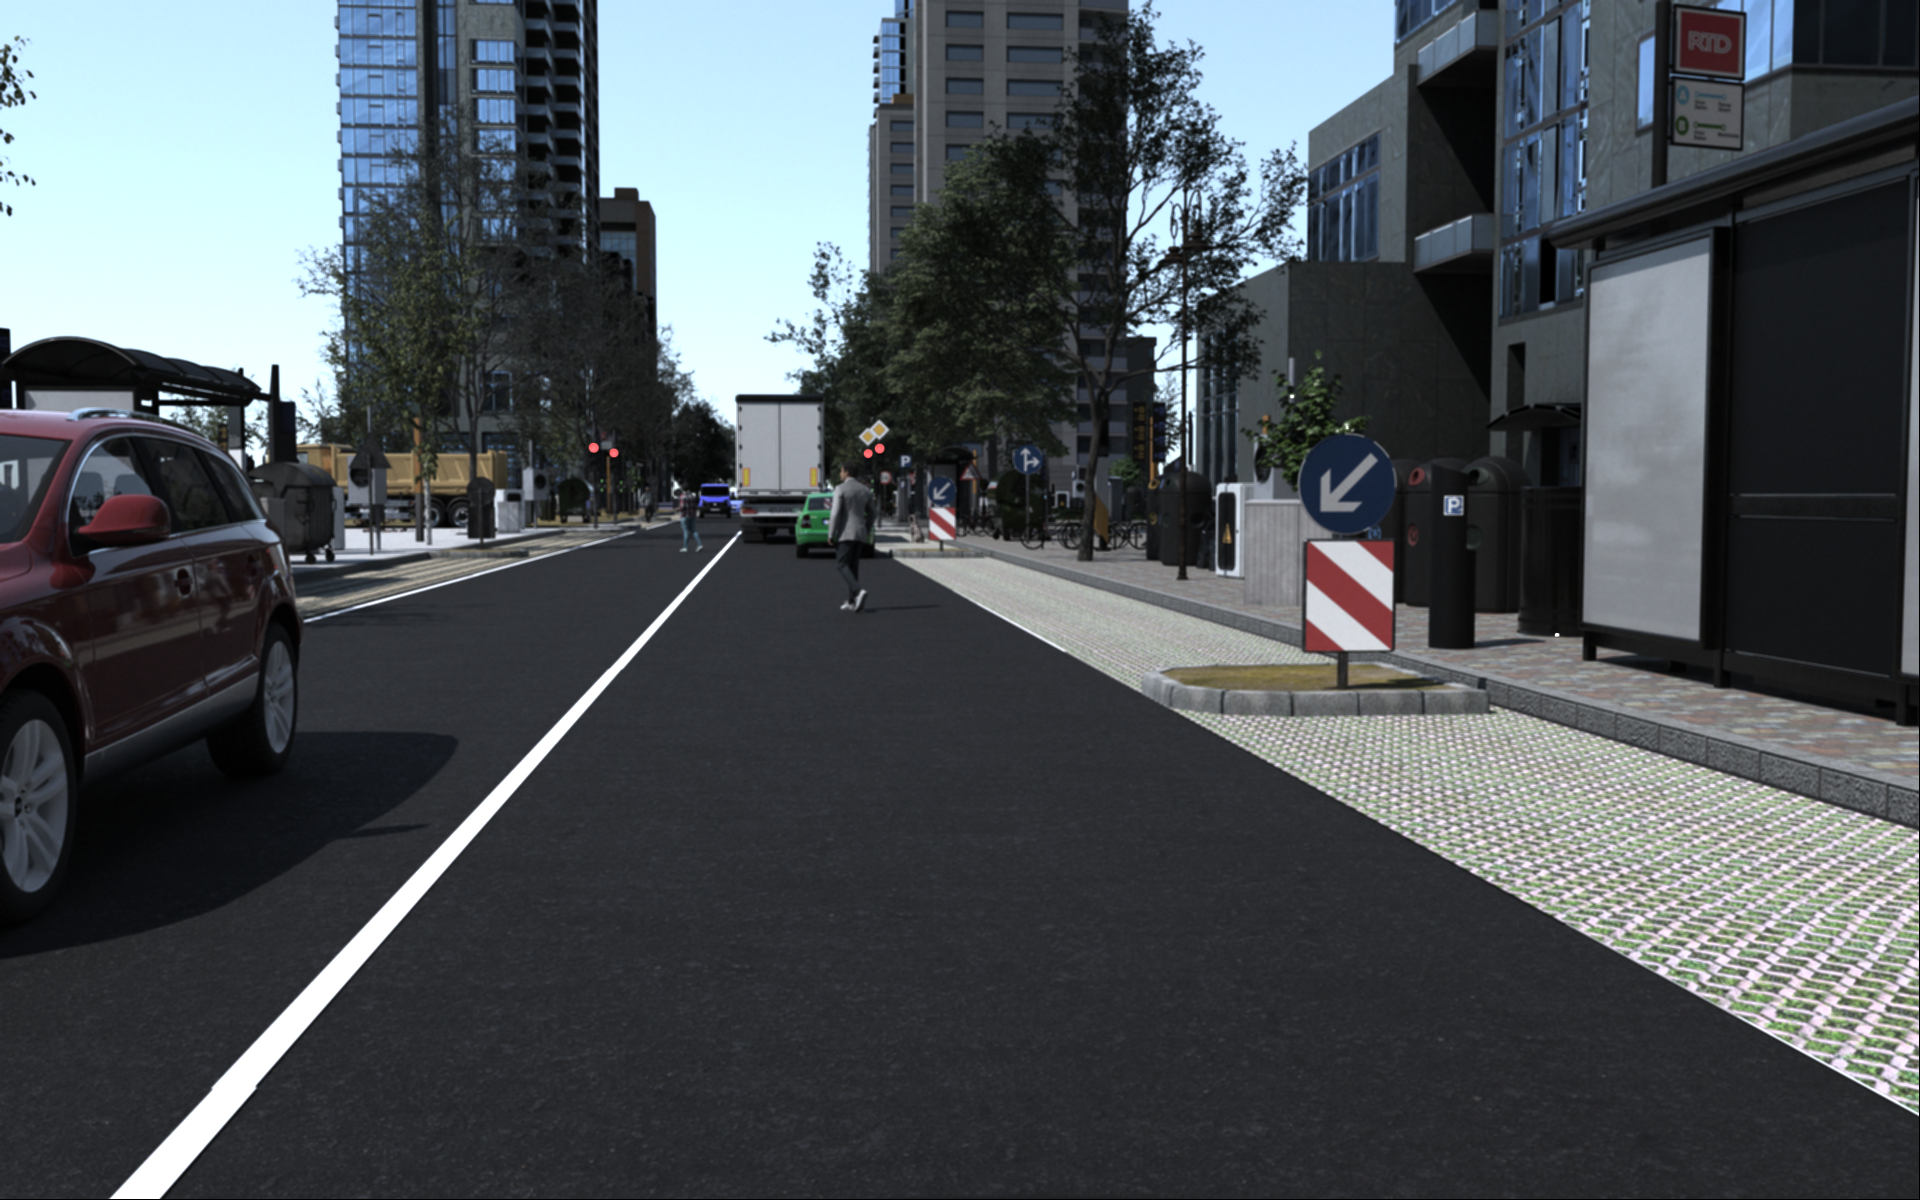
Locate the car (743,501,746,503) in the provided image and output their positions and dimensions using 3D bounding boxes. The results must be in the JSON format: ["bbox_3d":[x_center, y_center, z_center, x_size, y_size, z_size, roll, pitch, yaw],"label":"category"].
[{"bbox_3d":[-22.398,-10.465,183.681,1.945,1.354,3.894,0,4,-4],"label":"car"}]

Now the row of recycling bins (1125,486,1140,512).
[{"bbox_3d":[8.948,-5.001,88.878,1.069,1.692,3.534,0,4,6],"label":"row of recycling bins"}]

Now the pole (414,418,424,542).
[{"bbox_3d":[-14.568,-3.228,46.627,0.158,3.312,0.155,0,3,0],"label":"pole"}]

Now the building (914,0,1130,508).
[{"bbox_3d":[5.909,-38.624,173.498,21.231,58.520,28.212,0,4,-6],"label":"building"}]

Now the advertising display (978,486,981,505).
[{"bbox_3d":[1.524,-7.985,135.767,0.123,1.923,0.974,0,4,5],"label":"advertising display"}]

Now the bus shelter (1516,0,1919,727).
[{"bbox_3d":[5.741,-2.092,11.830,2.179,5.291,8.768,0,4,-6],"label":"bus shelter"}]

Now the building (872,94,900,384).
[{"bbox_3d":[-2.669,-44.060,262.376,21.231,58.520,28.212,0,4,-6],"label":"building"}]

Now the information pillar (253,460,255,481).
[{"bbox_3d":[-41.239,-6.686,100.674,0.504,3.616,0.183,-2,4,-30],"label":"information pillar"}]

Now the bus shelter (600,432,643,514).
[{"bbox_3d":[-22.366,-8.369,114.467,2.179,5.291,8.768,0,4,-6],"label":"bus shelter"}]

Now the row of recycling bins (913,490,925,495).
[{"bbox_3d":[-2.356,-8.618,148.010,3.534,1.692,1.069,0,4,-1],"label":"row of recycling bins"}]

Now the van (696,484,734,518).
[{"bbox_3d":[-14.665,-6.077,103.745,2.240,2.365,5.245,0,4,-8],"label":"van"}]

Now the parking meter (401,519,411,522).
[{"bbox_3d":[-25.121,-4.451,78.483,0.399,1.863,0.255,-3,5,-44],"label":"parking meter"}]

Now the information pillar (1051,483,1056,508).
[{"bbox_3d":[6.052,-6.596,112.335,0.304,2.012,0.304,1,4,9],"label":"information pillar"}]

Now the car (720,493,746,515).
[{"bbox_3d":[-16.048,-6.864,121.820,1.945,1.707,3.694,0,4,-8],"label":"car"}]

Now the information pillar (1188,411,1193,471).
[{"bbox_3d":[6.550,-3.540,49.232,0.183,3.616,0.504,1,4,14],"label":"information pillar"}]

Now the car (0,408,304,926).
[{"bbox_3d":[-4.305,0.084,7.301,2.281,1.827,5.304,0,4,-7],"label":"car"}]

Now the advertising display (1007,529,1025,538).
[{"bbox_3d":[1.646,-2.763,50.384,0.123,1.923,0.974,2,4,35],"label":"advertising display"}]

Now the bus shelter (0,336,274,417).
[{"bbox_3d":[-11.708,-1.900,24.985,2.014,3.302,5.546,0,4,-6],"label":"bus shelter"}]

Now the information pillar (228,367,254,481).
[{"bbox_3d":[-13.454,-2.503,32.272,0.504,3.616,0.183,3,5,40],"label":"information pillar"}]

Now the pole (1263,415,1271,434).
[{"bbox_3d":[7.946,-3.126,44.959,0.158,3.312,0.155,0,3,0],"label":"pole"}]

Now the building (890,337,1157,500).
[{"bbox_3d":[6.329,-21.914,203.336,27.650,21.520,28.899,0,4,-6],"label":"building"}]

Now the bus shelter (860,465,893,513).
[{"bbox_3d":[-5.772,-7.691,119.678,2.014,3.302,5.546,0,4,-6],"label":"bus shelter"}]

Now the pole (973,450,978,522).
[{"bbox_3d":[0.710,-5.255,79.755,0.158,3.312,0.155,0,3,0],"label":"pole"}]

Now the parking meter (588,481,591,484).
[{"bbox_3d":[-17.019,-4.470,78.803,0.399,1.863,0.255,1,4,13],"label":"parking meter"}]

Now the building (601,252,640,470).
[{"bbox_3d":[-45.880,-26.426,203.762,14.160,30.474,14.107,0,4,-6],"label":"building"}]

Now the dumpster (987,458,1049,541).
[{"bbox_3d":[1.600,-2.776,47.881,1.502,2.255,1.985,0,4,-6],"label":"dumpster"}]

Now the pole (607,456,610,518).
[{"bbox_3d":[-19.041,-6.115,93.822,0.158,3.312,0.155,0,3,0],"label":"pole"}]

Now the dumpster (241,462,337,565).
[{"bbox_3d":[-12.347,-1.603,31.965,1.264,1.857,1.865,0,4,-6],"label":"dumpster"}]

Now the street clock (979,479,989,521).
[{"bbox_3d":[1.121,-4.690,81.257,0.358,2.002,0.471,-3,4,-36],"label":"street clock"}]

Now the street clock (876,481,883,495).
[{"bbox_3d":[-4.455,-5.550,95.319,0.471,2.002,0.358,0,4,-1],"label":"street clock"}]

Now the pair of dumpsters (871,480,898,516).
[{"bbox_3d":[-4.340,-6.030,101.088,1.574,2.255,4.437,0,4,-6],"label":"pair of dumpsters"}]

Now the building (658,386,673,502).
[{"bbox_3d":[-60.926,-26.484,278.051,27.650,21.520,28.899,0,4,-6],"label":"building"}]

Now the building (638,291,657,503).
[{"bbox_3d":[-50.033,-28.804,242.647,14.160,30.474,14.107,0,4,-6],"label":"building"}]

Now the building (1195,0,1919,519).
[{"bbox_3d":[20.684,-44.591,41.728,22.319,86.520,31.000,0,4,-6],"label":"building"}]

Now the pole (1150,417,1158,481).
[{"bbox_3d":[5.139,-3.187,45.950,0.158,3.312,0.155,0,3,0],"label":"pole"}]

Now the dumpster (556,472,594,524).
[{"bbox_3d":[-16.839,-4.481,75.753,1.502,2.255,1.985,0,4,-6],"label":"dumpster"}]

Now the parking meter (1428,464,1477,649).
[{"bbox_3d":[4.107,-0.368,14.431,0.372,1.533,0.369,0,3,0],"label":"parking meter"}]

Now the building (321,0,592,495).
[{"bbox_3d":[-44.997,-51.724,158.355,22.319,86.520,31.000,0,4,-6],"label":"building"}]

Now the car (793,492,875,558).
[{"bbox_3d":[-2.917,-1.930,40.356,1.959,1.807,4.718,0,4,-5],"label":"car"}]

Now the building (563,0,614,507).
[{"bbox_3d":[-47.069,-45.671,184.967,20.563,71.187,20.611,0,4,-6],"label":"building"}]

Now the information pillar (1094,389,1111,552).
[{"bbox_3d":[3.147,-2.893,38.653,0.183,3.616,0.504,3,5,43],"label":"information pillar"}]

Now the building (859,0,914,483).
[{"bbox_3d":[-6.690,-59.865,291.470,22.319,86.520,31.000,0,4,-6],"label":"building"}]

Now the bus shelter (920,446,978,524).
[{"bbox_3d":[-0.515,-5.003,75.715,2.014,3.302,5.546,0,4,-6],"label":"bus shelter"}]

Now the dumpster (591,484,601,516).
[{"bbox_3d":[-21.441,-5.771,100.122,1.264,1.857,1.865,0,4,-6],"label":"dumpster"}]

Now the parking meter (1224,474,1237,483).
[{"bbox_3d":[7.914,-2.759,50.826,0.399,1.863,0.255,0,4,5],"label":"parking meter"}]

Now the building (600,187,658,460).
[{"bbox_3d":[-52.240,-37.068,256.166,14.600,45.320,14.200,0,4,-6],"label":"building"}]
